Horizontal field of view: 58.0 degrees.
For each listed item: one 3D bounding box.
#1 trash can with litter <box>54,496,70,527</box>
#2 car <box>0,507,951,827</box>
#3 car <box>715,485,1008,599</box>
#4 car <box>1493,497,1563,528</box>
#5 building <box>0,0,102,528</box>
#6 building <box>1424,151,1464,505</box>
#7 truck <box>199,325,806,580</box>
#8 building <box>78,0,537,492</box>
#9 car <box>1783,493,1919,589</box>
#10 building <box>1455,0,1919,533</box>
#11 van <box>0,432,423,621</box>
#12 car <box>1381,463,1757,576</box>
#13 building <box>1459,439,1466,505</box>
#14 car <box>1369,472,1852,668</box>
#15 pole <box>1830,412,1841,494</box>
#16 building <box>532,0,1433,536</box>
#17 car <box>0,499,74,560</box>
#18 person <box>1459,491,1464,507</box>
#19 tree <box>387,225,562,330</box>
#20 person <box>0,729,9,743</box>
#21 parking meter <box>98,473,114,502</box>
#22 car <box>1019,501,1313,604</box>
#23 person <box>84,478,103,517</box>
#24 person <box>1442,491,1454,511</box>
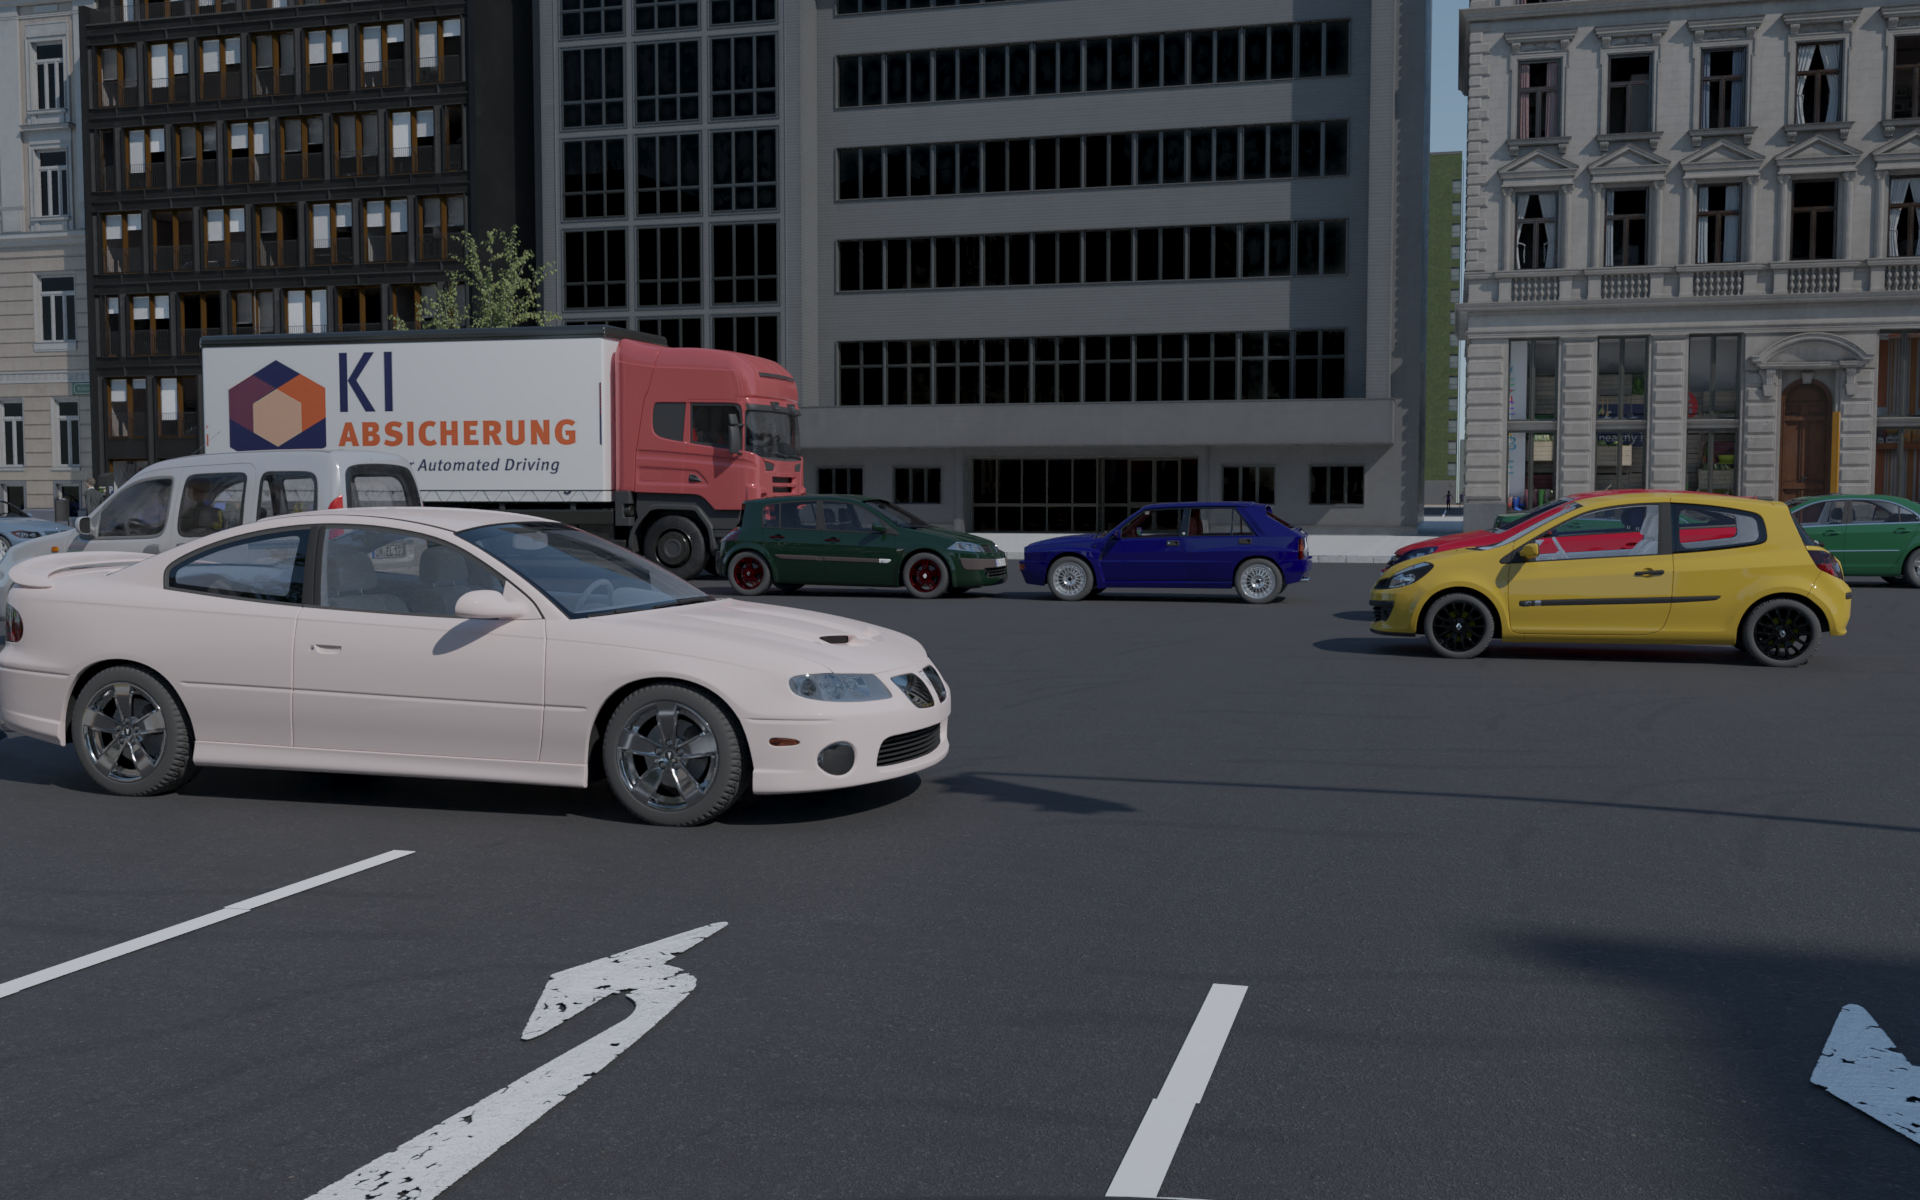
[{"bbox_3d":[-31.448,-2.983,59.834,1.678,1.210,2.233,2,4,26],"label":"trash can with litter"},{"bbox_3d":[-2.422,0.226,8.672,4.827,1.381,2.083,1,4,15],"label":"car"},{"bbox_3d":[-1.421,-0.911,24.674,4.222,1.686,2.009,1,4,16],"label":"car"},{"bbox_3d":[12.068,-1.189,31.239,4.920,1.459,2.131,1,4,17],"label":"car"},{"bbox_3d":[-38.874,-17.478,71.668,20.117,28.700,13.634,1,4,16],"label":"building"},{"bbox_3d":[53.622,-32.243,210.759,14.086,41.232,14.154,1,4,16],"label":"building"},{"bbox_3d":[-7.717,-2.539,30.425,11.283,4.237,2.839,1,4,15],"label":"truck"},{"bbox_3d":[-21.962,-14.425,65.529,15.834,23.373,12.332,1,4,16],"label":"building"},{"bbox_3d":[13.523,-0.946,27.266,4.920,1.459,2.131,1,4,14],"label":"car"},{"bbox_3d":[25.069,-13.682,52.576,19.941,23.489,11.050,1,4,16],"label":"building"},{"bbox_3d":[-7.172,-0.583,16.537,4.112,2.044,2.013,1,4,15],"label":"van"},{"bbox_3d":[7.006,-0.630,19.333,4.494,1.783,2.155,1,4,14],"label":"car"},{"bbox_3d":[76.746,-54.749,207.817,31.000,86.520,22.319,1,4,16],"label":"building"},{"bbox_3d":[5.697,-0.319,15.443,3.980,1.641,2.015,1,4,17],"label":"car"},{"bbox_3d":[21.725,-3.008,43.018,0.158,3.312,0.155,0,3,0],"label":"pole"},{"bbox_3d":[1.071,-14.818,61.336,30.058,24.678,14.314,1,4,16],"label":"building"},{"bbox_3d":[-20.051,-1.418,35.183,4.499,1.417,2.014,1,4,17],"label":"car"},{"bbox_3d":[54.118,-10.838,186.618,0.530,1.710,0.541,-2,4,-30],"label":"person"},{"bbox_3d":[-12.880,-5.903,46.872,4.737,8.622,4.395,0,3,0],"label":"tree"},{"bbox_3d":[-5.539,0.206,9.406,0.640,1.303,0.475,-1,4,-17],"label":"person"},{"bbox_3d":[-23.275,-2.541,47.249,0.255,1.863,0.399,0,4,6],"label":"parking meter"},{"bbox_3d":[2.816,-0.674,23.605,3.894,1.354,1.945,1,4,14],"label":"car"},{"bbox_3d":[-22.105,-2.185,44.008,0.755,1.850,0.659,1,4,20],"label":"person"},{"bbox_3d":[42.526,-8.672,150.967,1.217,1.739,0.721,-1,4,-21],"label":"person"}]
